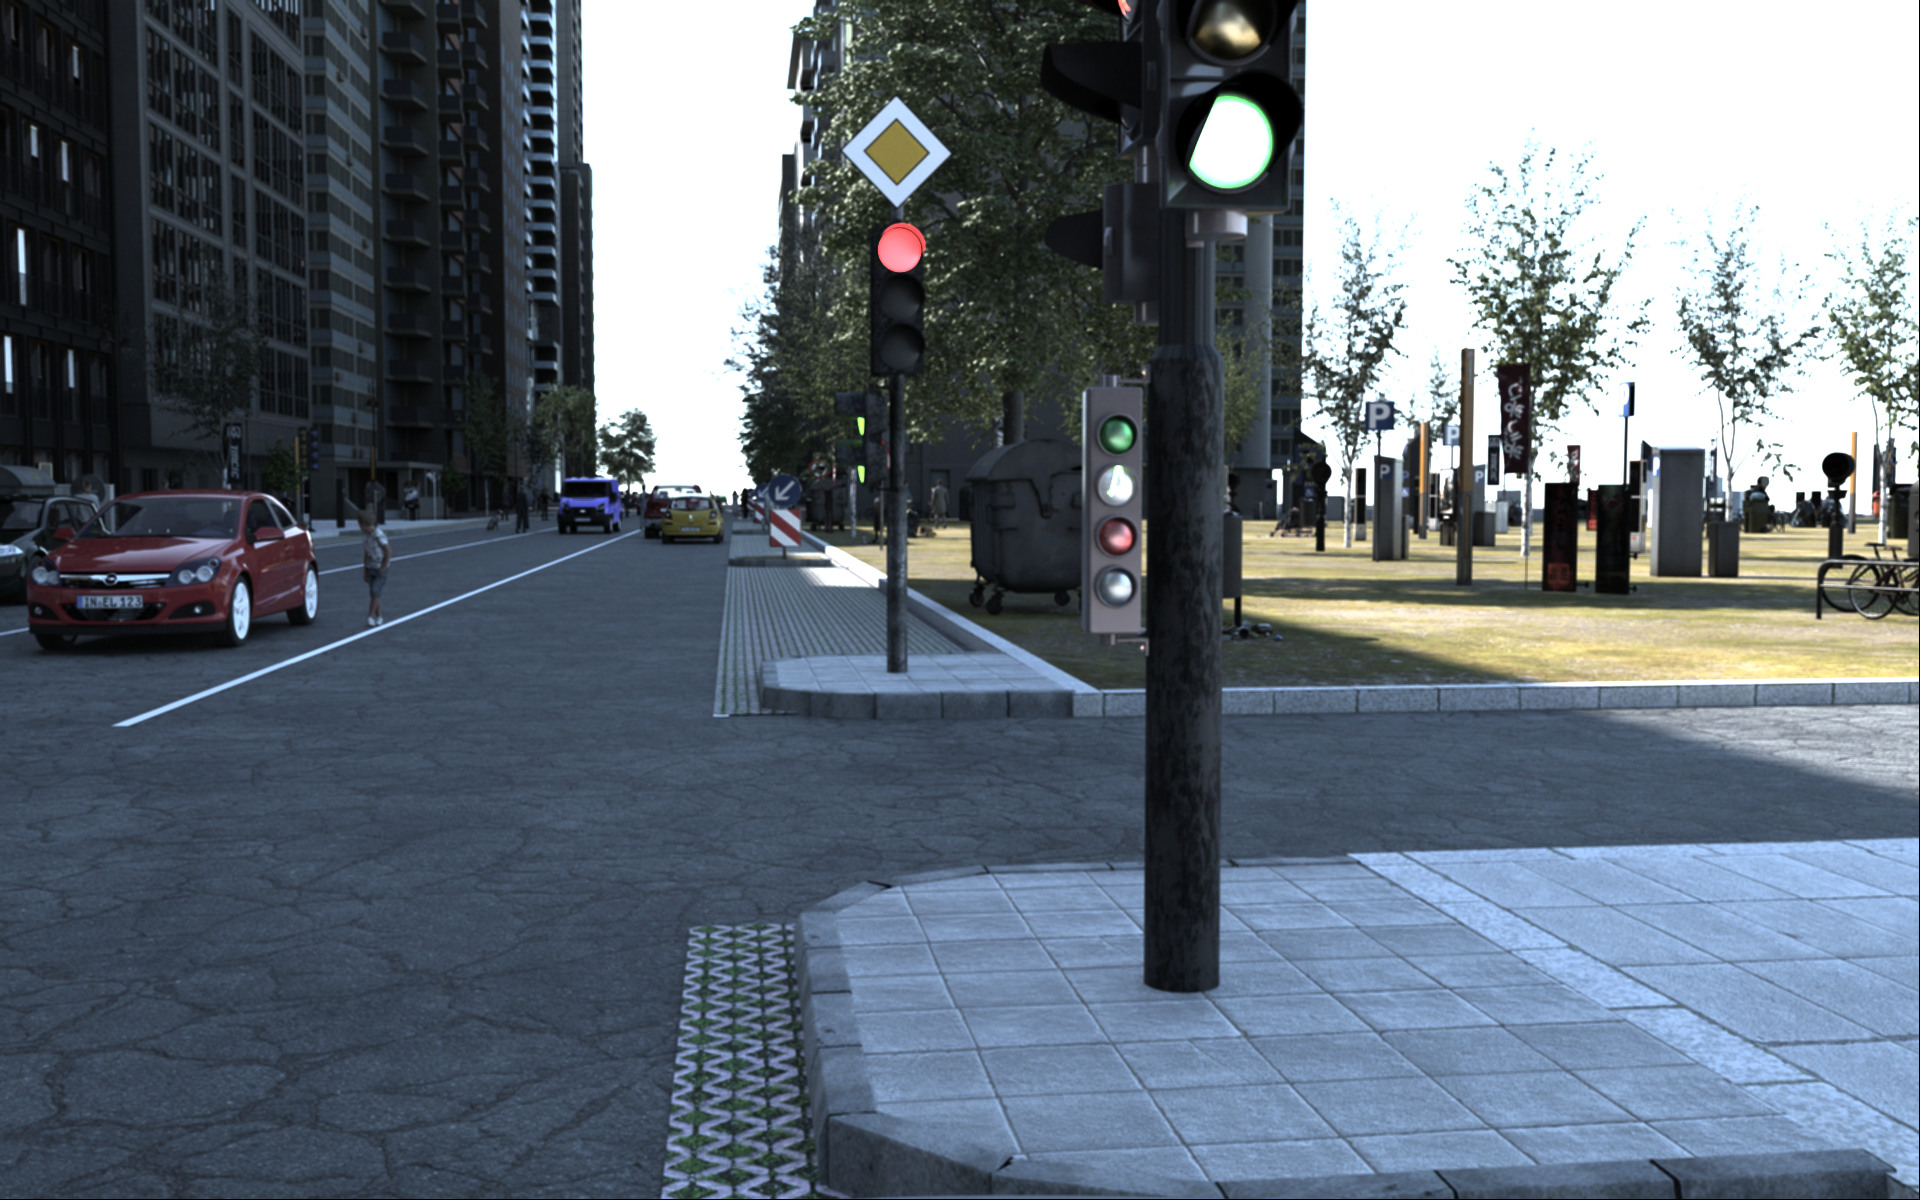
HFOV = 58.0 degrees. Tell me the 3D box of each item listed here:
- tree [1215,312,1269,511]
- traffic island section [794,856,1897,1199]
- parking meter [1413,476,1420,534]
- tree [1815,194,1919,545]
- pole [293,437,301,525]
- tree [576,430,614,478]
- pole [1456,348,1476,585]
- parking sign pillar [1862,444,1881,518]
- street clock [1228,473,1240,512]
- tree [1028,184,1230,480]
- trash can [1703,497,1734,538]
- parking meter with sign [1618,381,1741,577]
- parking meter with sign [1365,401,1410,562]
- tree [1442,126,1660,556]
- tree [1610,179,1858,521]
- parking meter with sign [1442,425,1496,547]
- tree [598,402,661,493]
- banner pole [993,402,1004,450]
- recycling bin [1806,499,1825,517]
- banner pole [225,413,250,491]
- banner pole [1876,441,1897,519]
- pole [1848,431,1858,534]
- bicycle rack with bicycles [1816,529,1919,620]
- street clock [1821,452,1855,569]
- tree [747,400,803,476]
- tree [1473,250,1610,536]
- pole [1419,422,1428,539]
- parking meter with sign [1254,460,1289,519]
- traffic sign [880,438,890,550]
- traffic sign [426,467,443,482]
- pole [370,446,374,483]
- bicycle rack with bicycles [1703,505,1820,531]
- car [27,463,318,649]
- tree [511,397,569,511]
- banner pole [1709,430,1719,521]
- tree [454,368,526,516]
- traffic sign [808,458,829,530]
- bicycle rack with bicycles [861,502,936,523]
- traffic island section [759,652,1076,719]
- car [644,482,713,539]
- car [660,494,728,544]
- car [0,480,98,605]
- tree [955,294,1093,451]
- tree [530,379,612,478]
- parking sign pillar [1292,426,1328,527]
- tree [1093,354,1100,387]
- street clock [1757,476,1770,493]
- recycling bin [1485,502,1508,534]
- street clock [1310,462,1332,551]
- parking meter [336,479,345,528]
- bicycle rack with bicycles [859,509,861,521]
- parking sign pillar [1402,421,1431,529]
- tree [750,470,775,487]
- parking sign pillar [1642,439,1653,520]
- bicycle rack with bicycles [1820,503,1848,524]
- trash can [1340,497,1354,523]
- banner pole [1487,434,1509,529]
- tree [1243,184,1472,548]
[{"bbox_3d":[10.006,-7.257,69.008,4.737,8.622,4.395,0,3,0],"label":"tree"},{"bbox_3d":[0.594,1.083,4.573,2.009,0.180,2.903,0,4,-7],"label":"traffic island section"},{"bbox_3d":[14.702,-3.046,55.515,0.255,1.863,0.399,2,4,24],"label":"parking meter"},{"bbox_3d":[22.905,-5.635,42.490,4.737,8.622,4.395,0,3,0],"label":"tree"},{"bbox_3d":[-23.699,-4.164,61.922,0.158,3.312,0.155,0,3,0],"label":"pole"},{"bbox_3d":[-38.540,-14.223,182.905,4.737,8.622,4.395,0,3,0],"label":"tree"},{"bbox_3d":[7.099,-1.862,24.293,0.158,3.312,0.155,0,3,0],"label":"pole"},{"bbox_3d":[49.533,-6.421,93.451,1.447,3.967,1.447,2,4,35],"label":"parking sign pillar"},{"bbox_3d":[9.408,-3.376,59.766,0.471,2.002,0.358,3,5,40],"label":"street clock"},{"bbox_3d":[3.692,-5.371,38.171,4.360,8.622,3.978,0,3,0],"label":"tree"},{"bbox_3d":[21.041,-2.226,48.050,0.748,1.137,0.748,0,3,0],"label":"trash can"},{"bbox_3d":[11.174,-1.874,26.900,1.738,3.016,0.543,0,4,4],"label":"parking meter with sign"},{"bbox_3d":[8.272,-2.270,33.367,0.543,3.016,1.738,2,4,28],"label":"parking meter with sign"},{"bbox_3d":[11.984,-5.221,35.732,4.737,8.622,4.395,0,3,0],"label":"tree"},{"bbox_3d":[18.317,-5.525,40.692,4.360,8.622,3.978,0,3,0],"label":"tree"},{"bbox_3d":[12.620,-2.846,42.797,0.543,3.016,1.738,-1,4,-17],"label":"parking meter with sign"},{"bbox_3d":[-46.432,-20.530,242.311,9.857,13.997,8.962,0,3,0],"label":"tree"},{"bbox_3d":[1.118,-3.147,41.463,0.863,3.779,0.401,-2,4,-33],"label":"banner pole"},{"bbox_3d":[43.528,-4.622,88.128,0.722,1.027,0.722,1,4,10],"label":"recycling bin"},{"bbox_3d":[-22.211,-3.881,53.467,0.863,3.779,0.401,-1,4,-15],"label":"banner pole"},{"bbox_3d":[43.404,-5.560,80.918,0.401,3.779,0.863,-1,4,-18],"label":"banner pole"},{"bbox_3d":[28.907,-3.805,56.051,0.158,3.312,0.155,0,3,0],"label":"pole"},{"bbox_3d":[10.043,-0.258,17.608,2.852,0.926,2.925,-2,4,-28],"label":"bicycle rack with bicycles"},{"bbox_3d":[15.062,-1.540,29.752,0.358,2.002,0.471,-3,5,-42],"label":"street clock"},{"bbox_3d":[-12.451,-10.413,120.619,4.360,8.622,3.978,0,3,0],"label":"tree"},{"bbox_3d":[17.305,-6.219,52.041,4.360,8.622,3.978,0,3,0],"label":"tree"},{"bbox_3d":[13.175,-3.387,49.220,0.158,3.312,0.155,0,3,0],"label":"pole"},{"bbox_3d":[15.937,-5.655,88.723,1.738,3.016,0.543,1,4,16],"label":"parking meter with sign"},{"bbox_3d":[-1.792,-2.408,39.367,0.884,2.594,0.081,0,4,-2],"label":"traffic sign"},{"bbox_3d":[-25.294,-5.114,83.339,0.795,2.593,0.064,0,4,-5],"label":"traffic sign"},{"bbox_3d":[-25.110,-4.911,74.140,0.158,3.312,0.155,0,3,0],"label":"pole"},{"bbox_3d":[26.902,-2.787,58.958,2.925,0.926,2.852,-1,4,-23],"label":"bicycle rack with bicycles"},{"bbox_3d":[-7.793,-0.513,17.431,2.155,1.783,4.494,0,4,-7],"label":"car"},{"bbox_3d":[-31.581,-10.942,129.262,4.360,8.622,3.978,0,3,0],"label":"tree"},{"bbox_3d":[29.726,-4.789,68.315,0.401,3.779,0.863,0,4,0],"label":"banner pole"},{"bbox_3d":[-27.627,-9.226,101.207,4.737,8.622,4.395,0,3,0],"label":"tree"},{"bbox_3d":[-5.027,-3.777,61.854,0.768,2.556,0.104,0,4,-2],"label":"traffic sign"},{"bbox_3d":[-2.371,-3.883,76.872,2.925,0.926,2.852,-2,4,-28],"label":"bicycle rack with bicycles"},{"bbox_3d":[-0.430,0.599,12.493,2.009,0.180,2.903,0,4,-7],"label":"traffic island section"},{"bbox_3d":[-9.343,-2.981,57.421,2.281,1.827,5.304,0,4,-7],"label":"car"},{"bbox_3d":[-7.877,-2.506,51.192,2.015,1.641,3.980,0,4,-6],"label":"car"},{"bbox_3d":[-12.933,-0.844,23.581,2.009,1.686,4.222,0,4,-6],"label":"car"},{"bbox_3d":[1.608,-6.816,61.810,4.737,8.622,4.395,0,3,0],"label":"tree"},{"bbox_3d":[-35.096,-14.148,157.072,9.928,11.665,9.643,0,3,0],"label":"tree"},{"bbox_3d":[13.785,-4.882,68.295,1.447,3.967,1.447,1,4,13],"label":"parking sign pillar"},{"bbox_3d":[6.501,-8.312,86.267,4.737,8.622,4.395,0,3,0],"label":"tree"},{"bbox_3d":[31.553,-3.884,68.073,0.471,2.002,0.358,-1,4,-22],"label":"street clock"},{"bbox_3d":[17.213,-2.656,55.982,0.722,1.027,0.722,-3,5,-44],"label":"recycling bin"},{"bbox_3d":[8.079,-2.092,38.778,0.471,2.002,0.358,1,4,9],"label":"street clock"},{"bbox_3d":[-23.628,-3.690,66.048,0.255,1.863,0.399,-1,4,-11],"label":"parking meter"},{"bbox_3d":[-3.286,-4.153,81.283,2.925,0.926,2.852,-2,4,-35],"label":"bicycle rack with bicycles"},{"bbox_3d":[16.695,-4.589,63.510,1.447,3.967,1.447,-3,5,-42],"label":"parking sign pillar"},{"bbox_3d":[-22.380,-13.144,198.624,4.285,4.588,4.351,0,3,0],"label":"tree"},{"bbox_3d":[34.258,-5.933,85.471,1.447,3.967,1.447,-1,4,-19],"label":"parking sign pillar"},{"bbox_3d":[34.682,-3.490,70.451,2.925,0.926,2.852,2,4,32],"label":"bicycle rack with bicycles"},{"bbox_3d":[17.298,-4.004,77.124,0.748,1.137,0.748,0,3,0],"label":"trash can"},{"bbox_3d":[19.766,-4.502,63.624,0.863,3.779,0.401,1,4,16],"label":"banner pole"},{"bbox_3d":[9.219,-5.577,41.547,4.360,8.622,3.978,0,3,0],"label":"tree"}]
